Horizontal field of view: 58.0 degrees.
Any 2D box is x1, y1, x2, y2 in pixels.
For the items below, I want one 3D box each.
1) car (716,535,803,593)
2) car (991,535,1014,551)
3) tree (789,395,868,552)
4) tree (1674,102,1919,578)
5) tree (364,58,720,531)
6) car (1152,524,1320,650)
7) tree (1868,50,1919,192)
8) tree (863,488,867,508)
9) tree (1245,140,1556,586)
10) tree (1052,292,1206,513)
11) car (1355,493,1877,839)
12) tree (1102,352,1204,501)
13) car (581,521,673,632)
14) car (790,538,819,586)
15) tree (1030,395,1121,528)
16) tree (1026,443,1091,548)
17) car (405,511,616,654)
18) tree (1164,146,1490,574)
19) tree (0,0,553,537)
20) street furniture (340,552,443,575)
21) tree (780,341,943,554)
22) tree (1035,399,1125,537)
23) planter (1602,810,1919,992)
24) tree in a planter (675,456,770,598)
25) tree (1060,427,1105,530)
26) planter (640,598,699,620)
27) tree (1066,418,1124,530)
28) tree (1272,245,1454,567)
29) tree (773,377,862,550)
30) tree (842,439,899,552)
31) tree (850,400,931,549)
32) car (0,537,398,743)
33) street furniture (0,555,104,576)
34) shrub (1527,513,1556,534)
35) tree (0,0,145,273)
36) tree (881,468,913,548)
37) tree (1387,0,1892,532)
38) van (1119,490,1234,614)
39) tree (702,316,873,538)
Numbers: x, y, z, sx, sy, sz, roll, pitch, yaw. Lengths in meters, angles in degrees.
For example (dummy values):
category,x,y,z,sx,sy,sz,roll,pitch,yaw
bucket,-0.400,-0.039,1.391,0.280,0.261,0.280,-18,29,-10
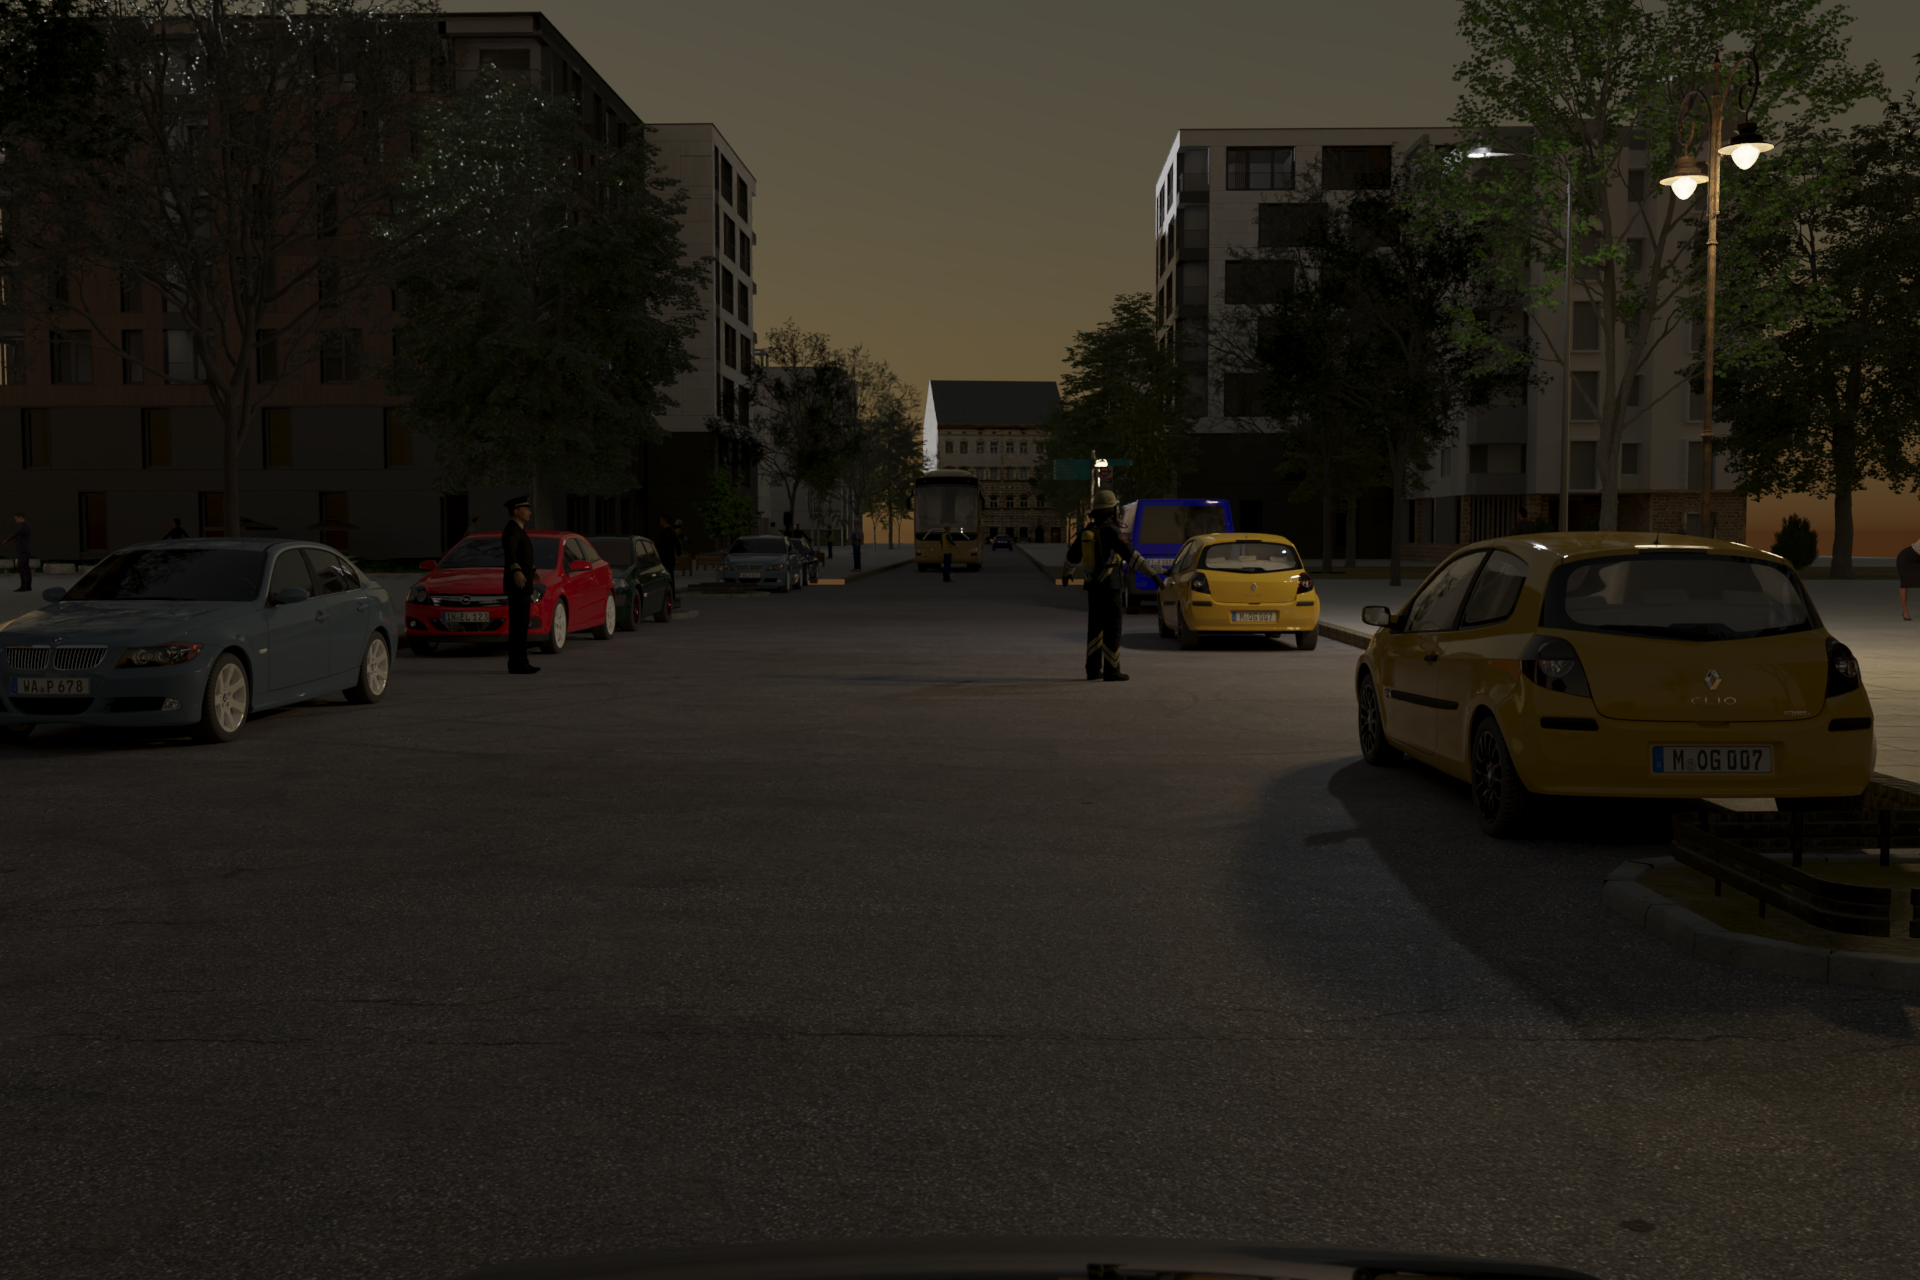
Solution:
category,x,y,z,sx,sy,sz,roll,pitch,yaw
car,-5.005,-1.940,43.729,2.014,1.417,4.499,0,4,1
car,3.583,-8.206,146.753,1.945,1.354,3.894,0,4,0
tree,-7.059,-8.398,87.676,4.737,8.622,4.395,0,3,0
tree,26.011,-8.821,50.877,9.857,13.997,8.962,0,3,0
tree,-11.373,-8.577,46.897,9.857,13.997,8.962,0,3,0
car,3.579,-0.768,22.778,2.015,1.641,3.980,0,4,1
tree,9.429,-4.662,10.641,8.767,10.594,7.601,-1,4,-14
tree,-15.715,-19.713,240.428,7.486,12.596,7.792,0,3,0
tree,10.471,-6.590,42.155,7.601,10.594,8.767,-3,5,-44
tree,7.887,-9.995,81.552,7.486,12.596,7.792,0,3,0
car,3.349,0.040,9.565,2.015,1.641,3.980,0,4,1
tree,7.684,-7.379,71.010,4.737,8.622,4.395,0,3,0
car,-5.576,-1.034,26.700,2.009,1.686,4.222,0,4,1
car,-5.011,-2.223,48.930,1.945,1.354,3.894,0,4,1
tree,9.044,-12.443,129.191,9.928,11.665,9.643,0,3,0
tree,9.597,-13.454,154.385,8.767,10.594,7.601,1,4,22
car,-5.637,-0.795,22.036,2.155,1.783,4.494,0,4,1
tree,11.836,-8.906,55.978,12.009,13.543,11.850,0,3,0
tree,-11.930,-7.202,28.123,12.009,13.543,11.850,0,3,0
street furniture,-18.116,-2.624,58.526,5.734,0.657,10.072,-2,4,-32
tree,-6.680,-12.297,111.428,12.009,13.543,11.850,0,3,0
tree,10.035,-13.805,143.845,7.486,12.596,7.792,0,3,0
planter,3.484,0.906,6.327,1.991,0.319,1.994,0,4,1
tree in a planter,-5.421,-2.599,39.709,1.991,3.239,1.994,0,4,2
tree,8.975,-10.319,119.074,4.737,8.622,4.395,0,3,0
planter,-5.593,-0.542,29.995,1.991,0.319,1.994,0,4,1
tree,8.432,-9.591,107.174,4.737,8.622,4.395,0,3,0
tree,15.527,-9.104,66.971,7.486,12.596,7.792,0,3,0
tree,-6.752,-8.034,81.723,4.737,8.622,4.395,0,3,0
tree,-6.243,-10.635,124.239,4.737,8.622,4.395,0,3,0
tree,-6.017,-13.928,145.857,7.486,12.596,7.792,0,3,0
car,-5.823,-0.086,13.412,2.014,1.417,4.499,0,4,2
street furniture,-28.748,-2.521,56.838,5.734,0.657,10.072,3,4,35
shrub,21.917,-3.771,65.702,1.661,2.075,1.752,0,3,0
tree,-11.783,-4.976,15.773,8.767,10.594,7.601,-1,4,-13
tree,-5.452,-12.460,154.089,4.360,8.622,3.978,0,3,0
tree,10.405,-6.216,27.385,9.928,11.665,9.643,0,3,0
van,3.930,-1.720,32.501,2.240,2.365,5.245,0,4,1
tree,-7.512,-8.613,75.233,8.767,10.594,7.601,1,4,15
